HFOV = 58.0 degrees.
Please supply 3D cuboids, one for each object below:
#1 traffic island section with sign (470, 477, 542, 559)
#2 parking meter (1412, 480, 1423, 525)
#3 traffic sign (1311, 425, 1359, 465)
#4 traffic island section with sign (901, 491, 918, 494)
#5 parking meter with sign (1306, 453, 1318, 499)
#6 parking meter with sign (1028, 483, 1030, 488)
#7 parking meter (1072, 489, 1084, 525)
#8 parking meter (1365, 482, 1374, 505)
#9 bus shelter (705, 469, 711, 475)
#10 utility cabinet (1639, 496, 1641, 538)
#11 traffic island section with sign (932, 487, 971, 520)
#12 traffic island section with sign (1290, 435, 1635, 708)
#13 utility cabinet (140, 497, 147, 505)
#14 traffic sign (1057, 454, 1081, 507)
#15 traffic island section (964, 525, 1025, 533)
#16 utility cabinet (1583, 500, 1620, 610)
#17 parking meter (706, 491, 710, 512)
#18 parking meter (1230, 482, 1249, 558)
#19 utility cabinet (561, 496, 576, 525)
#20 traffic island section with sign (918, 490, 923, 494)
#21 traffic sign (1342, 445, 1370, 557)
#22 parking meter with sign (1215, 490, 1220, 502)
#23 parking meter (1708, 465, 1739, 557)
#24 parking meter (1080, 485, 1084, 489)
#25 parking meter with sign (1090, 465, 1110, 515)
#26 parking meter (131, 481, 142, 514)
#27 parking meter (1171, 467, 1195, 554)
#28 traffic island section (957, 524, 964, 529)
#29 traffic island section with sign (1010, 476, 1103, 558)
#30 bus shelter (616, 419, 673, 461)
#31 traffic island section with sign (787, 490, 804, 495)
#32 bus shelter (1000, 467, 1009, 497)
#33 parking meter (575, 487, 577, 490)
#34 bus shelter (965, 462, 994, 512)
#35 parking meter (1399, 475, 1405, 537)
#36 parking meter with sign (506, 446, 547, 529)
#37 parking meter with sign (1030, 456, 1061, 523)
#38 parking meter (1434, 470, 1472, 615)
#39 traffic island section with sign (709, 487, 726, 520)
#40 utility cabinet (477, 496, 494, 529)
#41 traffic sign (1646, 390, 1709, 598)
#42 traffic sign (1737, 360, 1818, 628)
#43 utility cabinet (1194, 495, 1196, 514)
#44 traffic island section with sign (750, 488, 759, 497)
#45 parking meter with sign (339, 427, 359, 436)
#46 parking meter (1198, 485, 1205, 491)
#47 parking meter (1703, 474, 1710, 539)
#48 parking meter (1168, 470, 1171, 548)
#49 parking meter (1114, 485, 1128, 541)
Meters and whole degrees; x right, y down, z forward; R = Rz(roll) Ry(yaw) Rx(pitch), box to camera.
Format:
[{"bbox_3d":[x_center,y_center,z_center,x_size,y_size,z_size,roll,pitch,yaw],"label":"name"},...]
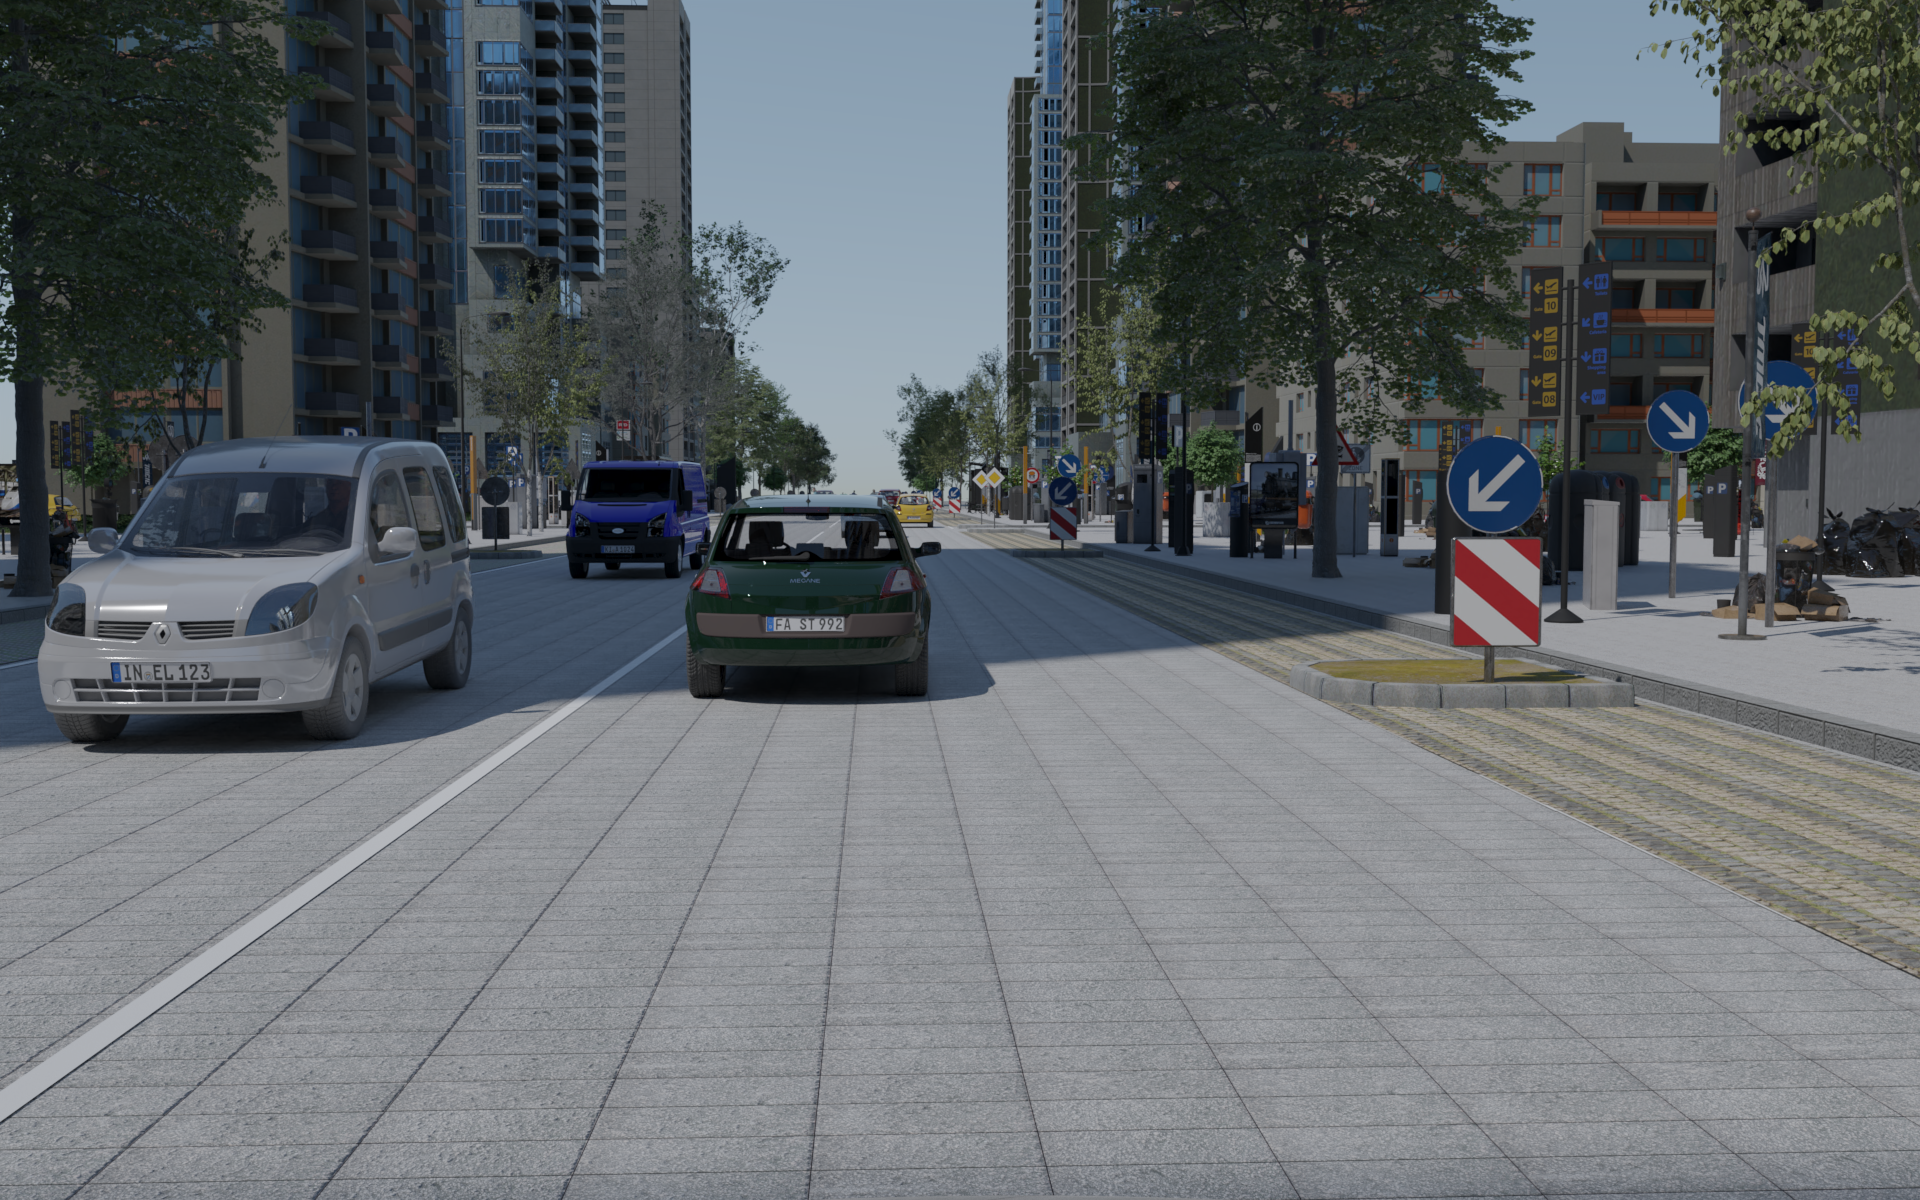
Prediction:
[{"bbox_3d":[-10.420,-1.836,38.642,1.989,1.847,2.006,0,4,-3],"label":"traffic island section with sign"},{"bbox_3d":[19.285,-4.115,72.998,0.399,1.863,0.255,0,4,0],"label":"parking meter"},{"bbox_3d":[6.944,-1.965,32.124,0.884,2.594,0.081,0,4,1],"label":"traffic sign"},{"bbox_3d":[-5.438,-11.651,199.127,1.989,1.847,2.006,0,4,-3],"label":"traffic island section with sign"},{"bbox_3d":[14.792,-4.704,73.173,0.543,3.016,1.738,1,4,14],"label":"parking meter with sign"},{"bbox_3d":[3.825,-5.638,88.435,1.738,3.016,0.543,-1,4,-10],"label":"parking meter with sign"},{"bbox_3d":[4.886,-3.923,72.545,0.372,1.533,0.369,0,3,0],"label":"parking meter"},{"bbox_3d":[18.934,-4.554,80.161,0.399,1.863,0.255,0,4,8],"label":"parking meter"},{"bbox_3d":[-19.240,-8.038,125.337,2.014,3.302,5.546,0,4,-3],"label":"bus shelter"},{"bbox_3d":[19.291,-2.405,50.490,0.306,1.237,1.020,-3,5,-42],"label":"utility cabinet"},{"bbox_3d":[-0.442,-5.241,94.320,1.989,1.847,2.006,0,4,-3],"label":"traffic island section with sign"},{"bbox_3d":[3.465,-0.234,12.451,1.989,1.847,2.006,0,4,-3],"label":"traffic island section with sign"},{"bbox_3d":[-15.167,-1.354,33.297,1.020,1.237,0.306,0,4,-4],"label":"utility cabinet"},{"bbox_3d":[3.473,-3.365,55.127,0.768,2.556,0.104,0,4,-1],"label":"traffic sign"},{"bbox_3d":[1.307,-2.588,64.593,2.009,0.180,2.903,0,4,-3],"label":"traffic island section"},{"bbox_3d":[7.251,-0.515,19.587,0.306,1.237,1.020,1,4,15],"label":"utility cabinet"},{"bbox_3d":[-17.632,-6.884,120.961,0.372,1.533,0.369,0,3,0],"label":"parking meter"},{"bbox_3d":[5.663,-1.634,35.132,0.372,1.533,0.369,0,3,0],"label":"parking meter"},{"bbox_3d":[-15.924,-3.672,71.199,1.020,1.237,0.306,2,4,29],"label":"utility cabinet"},{"bbox_3d":[-1.748,-6.921,121.781,1.989,1.847,2.006,0,4,-3],"label":"traffic island section with sign"},{"bbox_3d":[7.985,-2.012,35.031,0.606,2.300,0.079,0,4,0],"label":"traffic sign"},{"bbox_3d":[14.731,-6.227,98.077,0.543,3.016,1.738,1,4,16],"label":"parking meter with sign"},{"bbox_3d":[15.549,-1.805,35.222,0.255,1.863,0.399,-2,4,-34],"label":"parking meter"},{"bbox_3d":[7.465,-6.089,105.263,0.255,1.863,0.399,-2,4,-31],"label":"parking meter"},{"bbox_3d":[8.541,-6.617,104.455,0.543,3.016,1.738,3,5,39],"label":"parking meter with sign"},{"bbox_3d":[-36.365,-4.329,76.483,0.399,1.863,0.255,1,4,17],"label":"parking meter"},{"bbox_3d":[4.801,-1.917,37.059,0.399,1.863,0.255,-3,5,-40],"label":"parking meter"},{"bbox_3d":[0.926,-3.076,72.569,2.009,0.180,2.903,0,4,-3],"label":"traffic island section"},{"bbox_3d":[2.169,-1.897,39.643,1.989,1.847,2.006,0,4,-3],"label":"traffic island section with sign"},{"bbox_3d":[-17.528,-7.238,95.965,2.179,5.291,8.768,0,4,-3],"label":"bus shelter"},{"bbox_3d":[-16.769,-9.987,171.908,1.989,1.847,2.006,0,4,-3],"label":"traffic island section with sign"},{"bbox_3d":[3.055,-9.395,144.884,1.731,3.624,6.357,0,4,-3],"label":"bus shelter"},{"bbox_3d":[-31.331,-8.307,141.526,0.255,1.863,0.399,-2,4,-23],"label":"parking meter"},{"bbox_3d":[1.415,-8.451,129.459,1.731,3.624,6.357,0,4,-3],"label":"bus shelter"},{"bbox_3d":[13.134,-2.831,51.998,0.255,1.863,0.399,-3,5,-43],"label":"parking meter"},{"bbox_3d":[-15.909,-4.126,63.722,0.543,3.016,1.738,1,4,23],"label":"parking meter with sign"},{"bbox_3d":[3.949,-4.953,77.243,0.543,3.016,1.738,3,4,38],"label":"parking meter with sign"},{"bbox_3d":[5.283,-0.619,18.533,0.372,1.533,0.369,0,3,0],"label":"parking meter"},{"bbox_3d":[-13.089,-5.273,94.840,1.989,1.847,2.006,0,4,-3],"label":"traffic island section with sign"},{"bbox_3d":[-17.093,-3.177,63.108,1.020,1.237,0.306,0,4,5],"label":"utility cabinet"},{"bbox_3d":[8.772,-1.294,21.260,0.768,2.556,0.104,0,4,0],"label":"traffic sign"},{"bbox_3d":[7.789,-1.008,16.595,0.768,2.556,0.104,0,4,0],"label":"traffic sign"},{"bbox_3d":[14.997,-5.982,108.962,1.020,1.237,0.306,-1,4,-19],"label":"utility cabinet"},{"bbox_3d":[-14.384,-6.920,121.764,1.989,1.847,2.006,0,4,-3],"label":"traffic island section with sign"},{"bbox_3d":[-16.559,-3.022,45.667,1.738,3.016,0.543,3,4,37],"label":"parking meter with sign"},{"bbox_3d":[15.297,-6.368,109.835,0.399,1.863,0.255,-2,4,-28],"label":"parking meter"},{"bbox_3d":[21.642,-2.699,49.835,0.399,1.863,0.255,3,5,43],"label":"parking meter"},{"bbox_3d":[5.148,-2.195,41.599,0.255,1.863,0.399,1,4,12],"label":"parking meter"},{"bbox_3d":[4.396,-2.371,47.172,0.372,1.533,0.369,0,3,0],"label":"parking meter"}]
